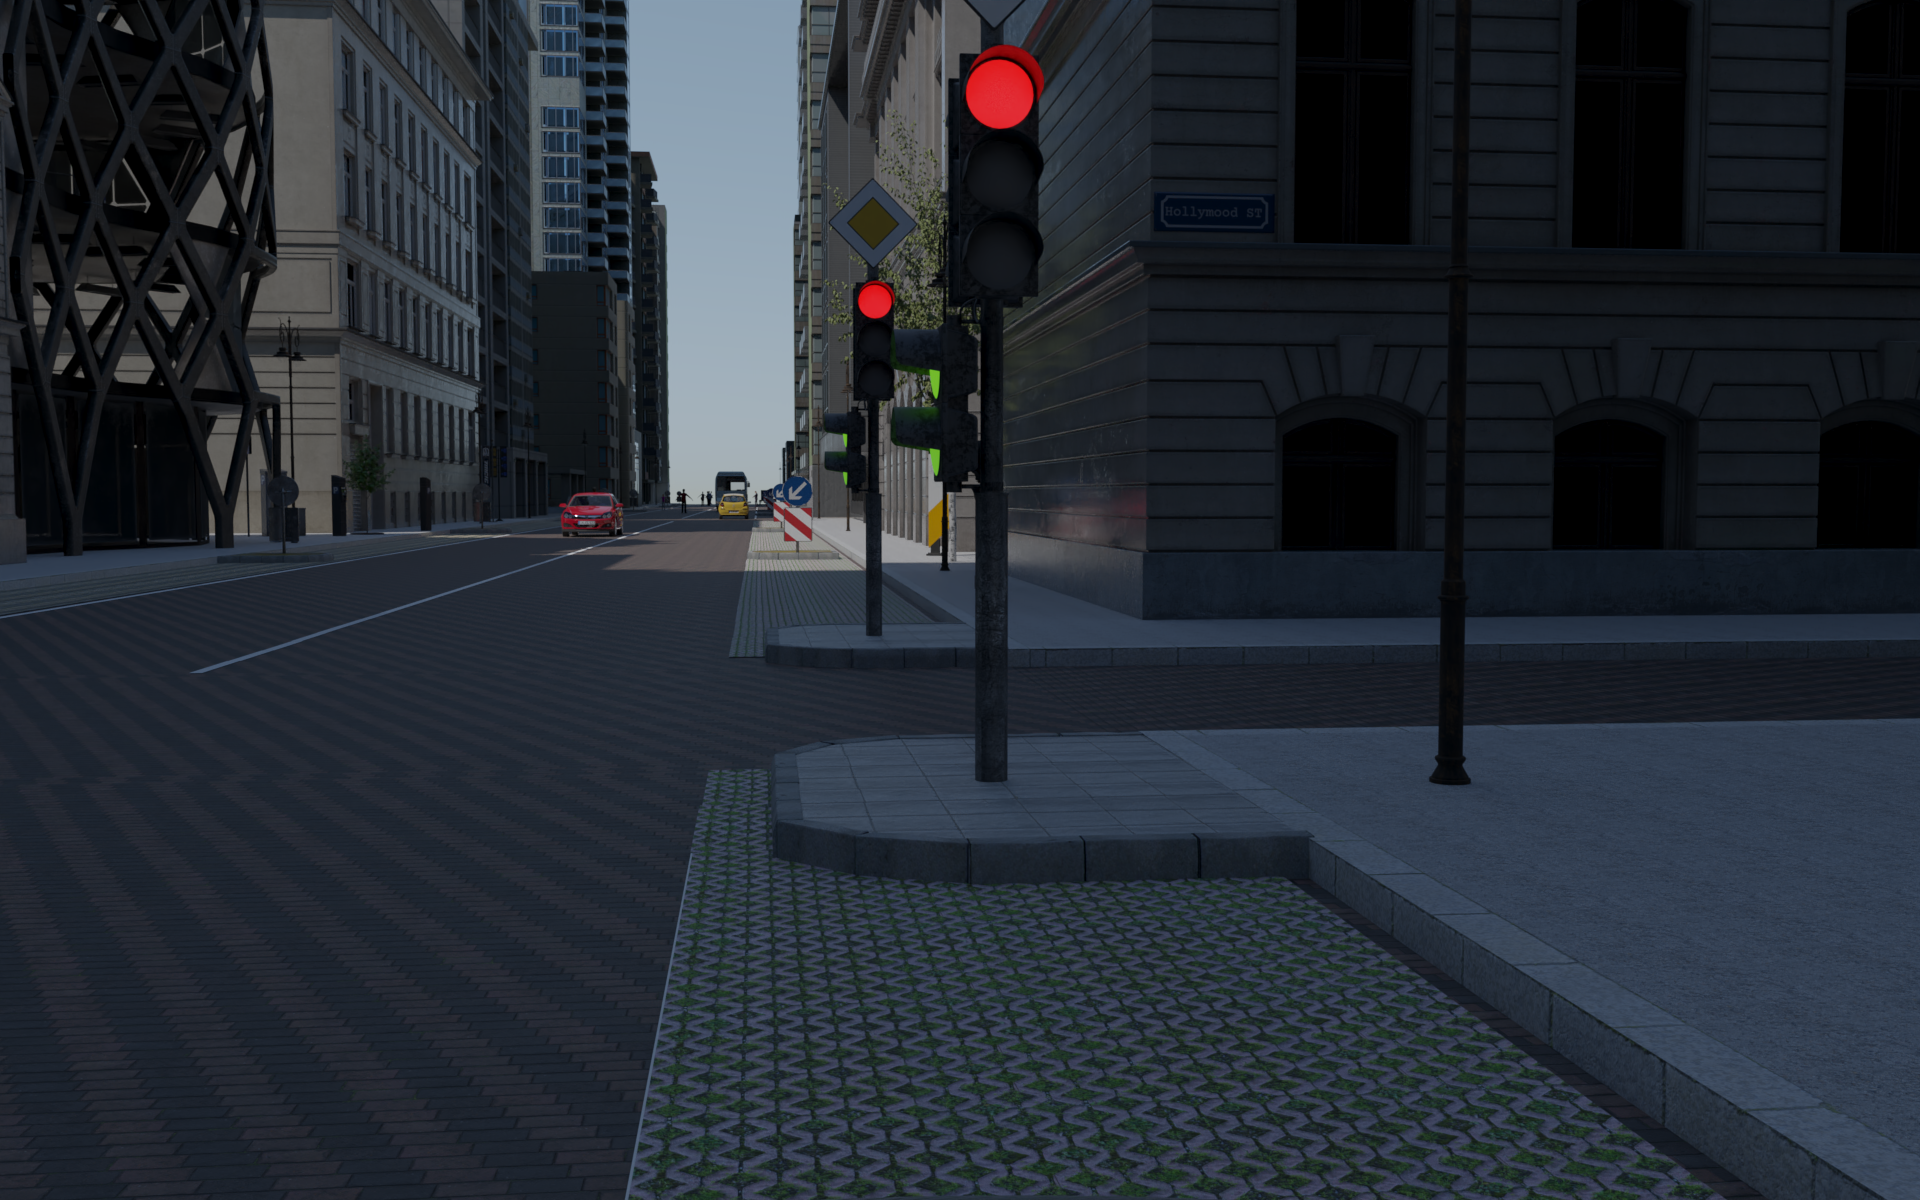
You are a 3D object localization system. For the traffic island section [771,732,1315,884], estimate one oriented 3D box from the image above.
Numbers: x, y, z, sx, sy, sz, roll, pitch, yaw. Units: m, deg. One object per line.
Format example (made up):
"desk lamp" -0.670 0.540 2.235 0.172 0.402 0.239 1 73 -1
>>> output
"traffic island section" 0.163 0.887 7.779 2.009 0.180 2.903 0 4 -7

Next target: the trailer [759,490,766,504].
"trailer" -27.407 -14.412 242.686 1.471 1.999 3.904 0 4 -6

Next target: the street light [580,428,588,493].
"street light" -26.405 -9.127 122.013 0.468 5.910 1.993 0 4 -7

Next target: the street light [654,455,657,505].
"street light" -35.740 -14.114 203.553 0.468 5.910 1.993 0 4 -7

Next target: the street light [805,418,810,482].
"street light" -9.180 -8.108 105.347 0.468 5.910 1.993 0 4 -7

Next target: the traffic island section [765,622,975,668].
"traffic island section" -0.757 0.402 15.712 2.009 0.180 2.903 0 4 -7

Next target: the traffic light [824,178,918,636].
"traffic light" -0.798 -1.631 15.593 0.839 4.253 0.868 0 4 -7

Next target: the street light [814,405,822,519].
"street light" -7.341 -7.170 90.015 0.468 5.910 1.993 0 4 -7

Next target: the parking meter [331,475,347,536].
"parking meter" -18.931 -2.881 52.815 0.399 1.863 0.255 1 4 21

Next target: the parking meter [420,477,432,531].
"parking meter" -18.641 -3.347 60.429 0.255 1.863 0.399 1 4 9

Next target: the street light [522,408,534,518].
"street light" -22.784 -7.261 91.497 0.468 5.910 1.993 0 4 -7

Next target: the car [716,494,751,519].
"car" -13.005 -5.461 99.515 2.015 1.641 3.980 0 4 -8

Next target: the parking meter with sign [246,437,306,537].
"parking meter with sign" -20.821 -3.447 52.618 1.738 3.016 0.543 -3 5 -45

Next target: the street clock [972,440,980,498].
"street clock" 0.328 -1.148 23.345 0.471 2.002 0.358 -3 5 -42

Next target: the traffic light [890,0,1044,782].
"traffic light" 0.122 -1.146 7.661 0.839 4.253 0.868 0 4 -7

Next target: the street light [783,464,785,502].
"street light" -18.602 -13.089 186.790 0.468 5.910 1.993 0 4 -7

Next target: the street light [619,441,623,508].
"street light" -29.822 -10.980 152.309 0.468 5.910 1.993 0 4 -7

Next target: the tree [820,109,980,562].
"tree" -0.357 -5.026 32.534 4.737 8.622 4.395 0 3 0

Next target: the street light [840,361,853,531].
"street light" -3.867 -5.317 59.726 0.468 5.910 1.993 0 4 -7

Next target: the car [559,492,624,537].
"car" -12.608 -3.086 59.502 2.155 1.783 4.494 0 4 -6

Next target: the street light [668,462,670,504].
"street light" -39.251 -15.966 233.838 0.468 5.910 1.993 0 4 -7

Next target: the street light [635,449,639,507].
"street light" -32.259 -12.257 173.186 0.468 5.910 1.993 0 4 -7

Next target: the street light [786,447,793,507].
"street light" -16.214 -11.828 166.175 0.468 5.910 1.993 0 4 -7

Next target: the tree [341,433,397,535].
"tree" -18.690 -3.688 54.903 1.663 3.219 1.824 0 3 0

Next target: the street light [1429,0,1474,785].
"street light" 2.182 -2.125 7.533 0.468 5.910 1.993 0 4 -7

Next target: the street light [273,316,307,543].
"street light" -17.428 -4.427 45.170 0.468 5.910 1.993 0 4 -7

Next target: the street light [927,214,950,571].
"street light" -0.253 -3.426 28.808 0.468 5.910 1.993 0 4 -7

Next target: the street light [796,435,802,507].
"street light" -12.622 -9.960 135.639 0.468 5.910 1.993 0 4 -7

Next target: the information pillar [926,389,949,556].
"information pillar" -0.436 -2.720 35.829 0.504 3.616 0.183 2 4 24

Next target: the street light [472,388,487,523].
"street light" -20.925 -6.283 75.511 0.468 5.910 1.993 0 4 -7

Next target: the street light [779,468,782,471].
"street light" -22.153 -15.002 218.065 0.468 5.910 1.993 0 4 -7

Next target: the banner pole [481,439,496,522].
"banner pole" -21.404 -5.423 78.689 0.401 3.779 0.863 2 4 29

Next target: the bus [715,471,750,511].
"bus" -19.263 -9.273 146.471 2.948 3.499 13.247 0 4 -7
